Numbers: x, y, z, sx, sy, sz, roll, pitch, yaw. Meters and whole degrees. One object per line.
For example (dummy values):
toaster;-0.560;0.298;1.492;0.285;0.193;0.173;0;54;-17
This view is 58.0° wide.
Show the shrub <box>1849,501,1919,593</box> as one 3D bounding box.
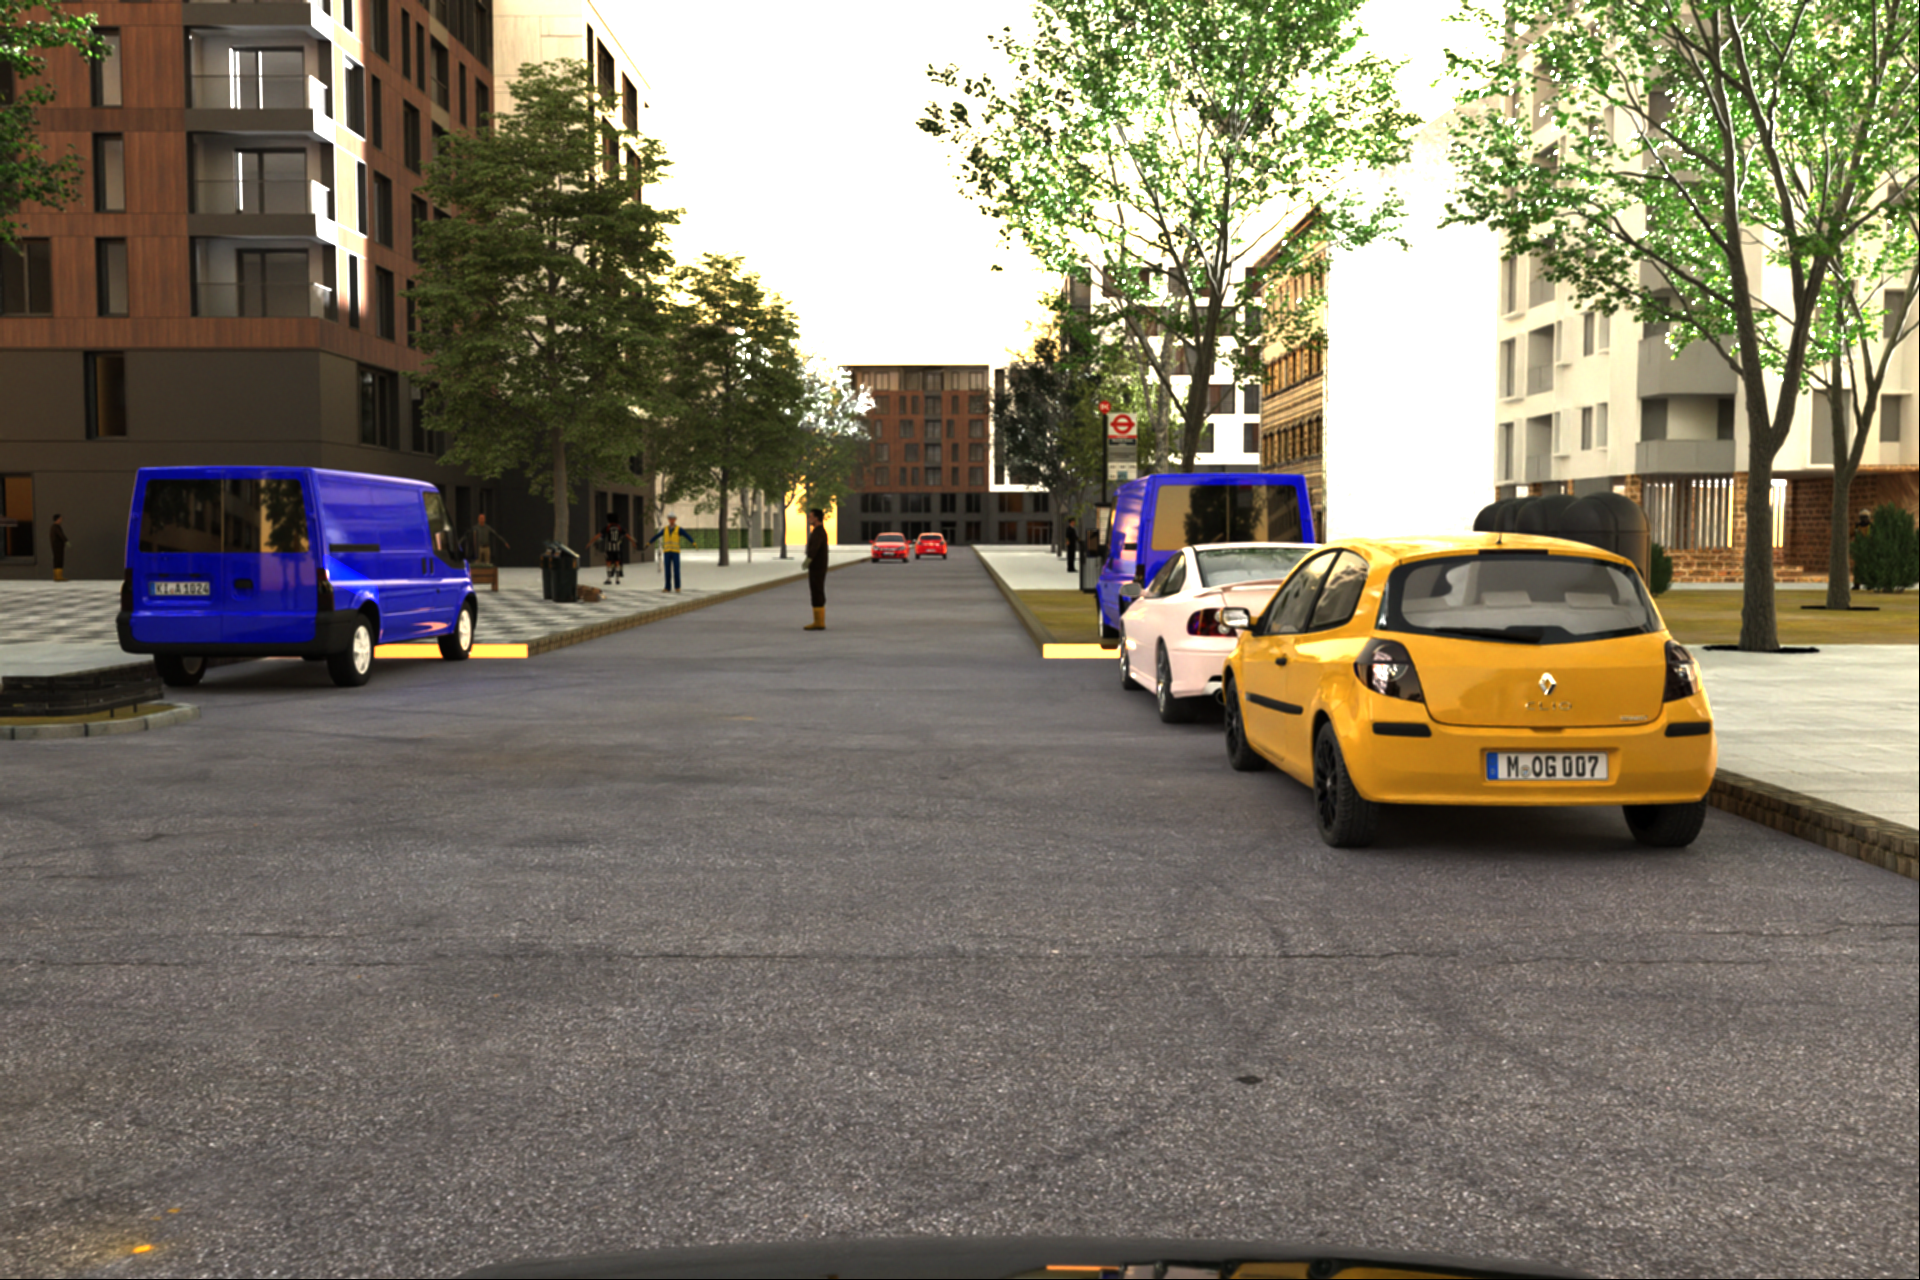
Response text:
shrub;20.189;-2.032;37.641;1.690;2.028;1.600;0;3;0

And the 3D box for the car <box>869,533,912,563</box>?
car;-3.519;-4.822;87.878;2.155;1.783;4.494;0;3;0

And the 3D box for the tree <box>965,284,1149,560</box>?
tree;5.384;-10.756;86.227;12.009;13.543;11.850;0;3;0

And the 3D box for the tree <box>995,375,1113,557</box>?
tree;5.782;-9.997;97.858;8.767;10.594;7.601;2;4;24

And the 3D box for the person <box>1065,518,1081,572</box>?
person;3.794;-3.211;58.432;0.705;1.837;1.347;2;4;24

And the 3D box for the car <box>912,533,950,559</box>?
car;-1.665;-5.541;99.635;2.155;1.783;4.494;0;4;-1

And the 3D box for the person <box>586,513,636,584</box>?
person;-8.916;-2.340;44.407;1.345;1.843;0.704;-2;4;-31

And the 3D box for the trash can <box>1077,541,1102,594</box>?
trash can;2.893;-1.581;37.496;0.748;1.137;0.748;0;3;0

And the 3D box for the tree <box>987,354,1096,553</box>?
tree;6.330;-12.521;115.085;12.009;13.543;11.850;0;3;0

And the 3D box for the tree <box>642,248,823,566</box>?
tree;-9.145;-9.253;69.411;7.486;12.596;7.792;0;3;0

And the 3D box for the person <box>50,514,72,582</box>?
person;-24.357;-2.490;46.844;0.704;1.812;1.346;-3;5;-45

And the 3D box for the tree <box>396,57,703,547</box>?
tree;-9.885;-7.558;41.705;7.486;12.596;7.792;0;3;0

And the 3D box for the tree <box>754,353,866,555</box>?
tree;-9.665;-11.650;108.599;7.486;12.596;7.792;0;3;0

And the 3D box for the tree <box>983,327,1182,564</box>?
tree;5.275;-8.558;74.331;8.767;10.594;7.601;0;4;-1

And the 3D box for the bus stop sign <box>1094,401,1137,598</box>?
bus stop sign;3.120;-2.819;34.795;0.855;3.939;0.416;0;4;-2

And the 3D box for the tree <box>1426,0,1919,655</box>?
tree;8.892;-5.687;18.738;9.928;11.665;9.643;0;3;0

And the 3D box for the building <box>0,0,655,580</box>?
building;-28.108;-13.435;63.638;27.936;21.610;32.646;0;3;0

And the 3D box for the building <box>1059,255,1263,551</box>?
building;22.029;-18.304;143.249;27.936;21.610;32.646;0;4;0

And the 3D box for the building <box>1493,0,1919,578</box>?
building;23.648;-12.337;58.130;16.016;20.090;11.380;0;4;0

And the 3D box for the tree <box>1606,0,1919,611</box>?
tree;15.117;-6.323;29.133;9.928;11.665;9.643;0;3;0

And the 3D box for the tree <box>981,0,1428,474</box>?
tree;3.927;-6.294;28.663;9.928;11.665;9.643;0;3;0

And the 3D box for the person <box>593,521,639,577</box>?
person;-10.302;-2.819;51.865;1.354;1.856;0.705;0;4;-6

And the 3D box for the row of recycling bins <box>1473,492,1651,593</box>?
row of recycling bins;6.255;-0.686;18.334;1.069;1.692;3.534;0;4;0

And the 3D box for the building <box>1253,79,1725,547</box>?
building;26.065;-15.726;88.044;19.493;23.208;18.063;0;4;0

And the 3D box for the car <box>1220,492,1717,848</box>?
car;2.499;0.053;9.349;2.015;1.641;3.980;0;4;-1

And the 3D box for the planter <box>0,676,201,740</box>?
planter;-6.920;0.496;13.027;1.991;0.319;1.994;0;4;0

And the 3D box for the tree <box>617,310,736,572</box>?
tree;-10.206;-6.558;57.590;4.360;8.622;3.978;0;3;0

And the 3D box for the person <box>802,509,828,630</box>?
person;-2.171;-1.061;25.943;0.704;1.812;1.346;0;4;2

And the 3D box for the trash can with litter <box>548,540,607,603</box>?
trash can with litter;-7.197;-1.297;32.594;1.055;1.170;0.624;0;4;1

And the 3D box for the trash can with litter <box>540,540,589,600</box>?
trash can with litter;-7.674;-1.376;33.885;1.055;1.170;0.624;0;4;0

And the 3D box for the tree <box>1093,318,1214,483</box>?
tree;6.349;-6.675;59.503;4.737;8.622;4.395;0;3;0

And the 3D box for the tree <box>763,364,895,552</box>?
tree;-9.703;-13.010;123.085;12.009;13.543;11.850;0;3;0

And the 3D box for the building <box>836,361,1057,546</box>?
building;1.866;-22.688;217.377;32.646;21.610;27.936;0;4;3

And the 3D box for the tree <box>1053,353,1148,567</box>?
tree;5.448;-7.168;67.560;4.737;8.622;4.395;0;3;0

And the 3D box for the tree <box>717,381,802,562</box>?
tree;-9.643;-7.805;77.973;4.360;8.622;3.978;0;3;0

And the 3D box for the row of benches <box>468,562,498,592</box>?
row of benches;-12.083;-1.374;37.926;4.104;0.672;1.422;-1;4;-21

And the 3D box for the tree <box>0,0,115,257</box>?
tree;-13.094;-5.641;17.986;9.928;11.665;9.643;0;3;0

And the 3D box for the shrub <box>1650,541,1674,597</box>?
shrub;13.974;-1.471;35.163;1.383;1.207;1.383;0;3;0

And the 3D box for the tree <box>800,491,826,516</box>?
tree;-17.601;-16.340;217.513;4.360;8.622;3.978;0;3;0

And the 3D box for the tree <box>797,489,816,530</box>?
tree;-17.524;-16.061;212.951;4.360;8.622;3.978;0;3;0

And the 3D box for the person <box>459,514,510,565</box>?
person;-12.263;-2.336;44.469;1.348;1.796;0.705;-2;4;-25

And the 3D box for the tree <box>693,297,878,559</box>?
tree;-9.000;-10.943;89.290;12.009;13.543;11.850;0;3;0

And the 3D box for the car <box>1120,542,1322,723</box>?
car;2.430;-0.131;14.501;2.083;1.381;4.827;0;4;-1

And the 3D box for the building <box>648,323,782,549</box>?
building;-26.826;-18.017;161.037;16.747;18.905;31.486;0;4;1

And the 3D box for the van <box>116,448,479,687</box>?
van;-6.542;-0.828;17.929;2.240;2.365;5.245;0;3;0

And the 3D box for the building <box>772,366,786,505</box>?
building;-24.748;-19.961;182.774;16.016;20.090;11.380;0;3;0

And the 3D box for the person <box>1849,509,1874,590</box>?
person;20.769;-2.082;39.811;1.354;1.858;0.705;3;4;38

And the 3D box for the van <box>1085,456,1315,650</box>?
van;2.668;-0.941;19.775;2.240;2.365;5.245;0;4;-1

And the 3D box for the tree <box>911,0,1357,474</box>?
tree;4.851;-11.658;46.502;12.611;20.169;13.585;0;3;0

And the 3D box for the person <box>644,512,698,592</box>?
person;-6.385;-1.947;38.290;1.216;1.772;0.721;0;4;6
